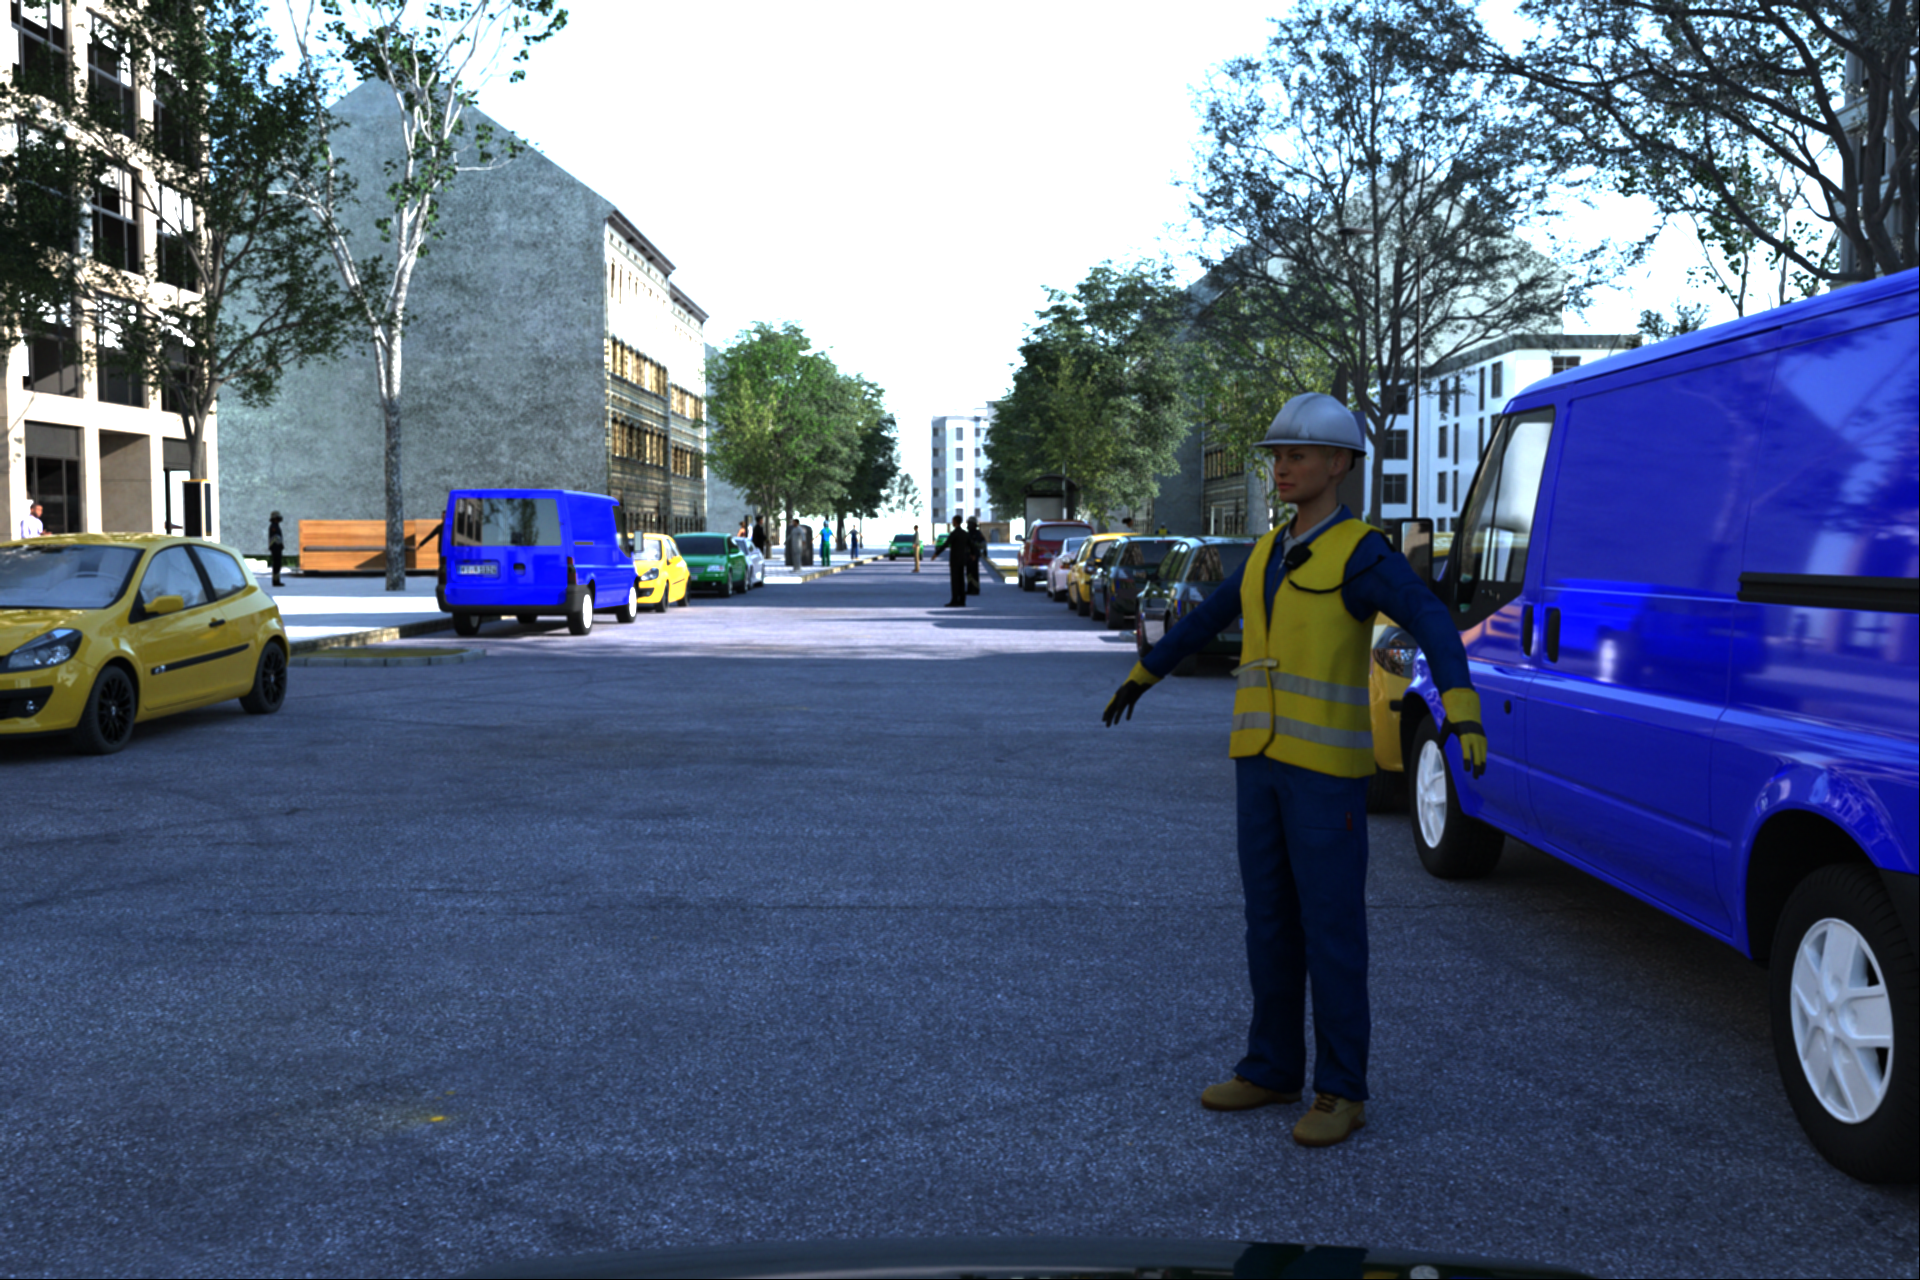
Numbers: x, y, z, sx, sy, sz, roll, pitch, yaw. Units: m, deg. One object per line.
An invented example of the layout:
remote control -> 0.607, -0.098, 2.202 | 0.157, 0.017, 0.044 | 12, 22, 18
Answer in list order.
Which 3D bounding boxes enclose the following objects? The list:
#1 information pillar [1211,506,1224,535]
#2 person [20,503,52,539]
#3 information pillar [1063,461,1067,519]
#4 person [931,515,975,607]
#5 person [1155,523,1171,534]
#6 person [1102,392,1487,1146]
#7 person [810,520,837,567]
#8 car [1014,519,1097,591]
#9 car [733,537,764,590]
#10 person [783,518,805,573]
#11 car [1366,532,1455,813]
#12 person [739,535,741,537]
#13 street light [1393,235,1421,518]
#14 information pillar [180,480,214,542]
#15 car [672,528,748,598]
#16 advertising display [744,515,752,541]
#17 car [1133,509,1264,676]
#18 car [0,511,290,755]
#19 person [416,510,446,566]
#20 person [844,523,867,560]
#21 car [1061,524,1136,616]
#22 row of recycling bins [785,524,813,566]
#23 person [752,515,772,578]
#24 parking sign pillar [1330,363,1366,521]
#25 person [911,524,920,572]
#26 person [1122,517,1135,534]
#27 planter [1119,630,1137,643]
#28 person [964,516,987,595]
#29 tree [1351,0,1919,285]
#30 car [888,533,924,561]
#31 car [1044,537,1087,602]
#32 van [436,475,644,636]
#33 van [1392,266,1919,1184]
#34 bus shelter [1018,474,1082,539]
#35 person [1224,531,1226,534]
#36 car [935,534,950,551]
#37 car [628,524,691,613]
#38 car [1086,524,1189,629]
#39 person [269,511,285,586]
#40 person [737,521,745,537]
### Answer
information pillar -> 6.804, -2.525, 45.774 | 0.304, 2.012, 0.304 | 0, 3, 0
person -> -16.628, -1.554, 31.326 | 0.599, 1.838, 0.709 | 0, 4, 5
information pillar -> 3.356, -3.925, 55.527 | 0.183, 3.616, 0.504 | 0, 4, 0
person -> -0.072, -1.562, 34.225 | 0.704, 1.802, 1.346 | 3, 4, 38
person -> 9.686, -4.692, 82.686 | 1.349, 1.833, 0.705 | 1, 4, 9
person -> 0.778, 0.290, 4.184 | 0.721, 1.772, 1.216 | -2, 4, -35
person -> -5.244, -3.736, 67.214 | 0.704, 1.817, 1.347 | 3, 5, 43
car -> 2.578, -2.218, 44.945 | 2.281, 1.827, 5.304 | 0, 4, 0
car -> -6.252, -2.039, 45.698 | 2.083, 1.381, 4.827 | 0, 4, 0
person -> -5.466, -3.147, 57.647 | 0.705, 1.806, 1.347 | -3, 4, -36
car -> 2.828, -0.007, 10.331 | 2.015, 1.641, 3.980 | 0, 4, 0
person -> -9.213, -3.862, 72.405 | 0.991, 1.433, 0.599 | 1, 4, 12
street light -> 7.485, -3.290, 26.334 | 1.470, 5.913, 1.316 | 0, 3, 0
information pillar -> -10.377, -1.169, 23.599 | 0.304, 2.012, 0.304 | 0, 3, 0
car -> -6.039, -1.933, 40.405 | 1.959, 1.807, 4.718 | 0, 4, 0
advertising display -> -7.163, -3.270, 58.684 | 0.123, 1.923, 0.974 | 0, 4, 2
car -> 2.946, -0.556, 18.881 | 2.009, 1.686, 4.222 | 0, 4, -1
car -> -6.335, -0.137, 12.466 | 2.015, 1.641, 3.980 | 0, 4, 0
person -> -11.766, -2.053, 39.630 | 1.348, 1.821, 0.705 | 1, 4, 9
person -> -5.218, -4.897, 85.927 | 1.347, 1.847, 0.705 | 2, 4, 29
car -> 2.887, -1.309, 31.625 | 2.015, 1.641, 3.980 | 0, 3, 0
row of recycling bins -> -6.503, -3.874, 70.446 | 1.069, 1.692, 3.534 | 0, 4, 0
person -> -5.872, -2.750, 50.902 | 0.705, 1.837, 1.347 | -2, 4, -27
parking sign pillar -> 6.153, -2.416, 27.966 | 1.447, 3.967, 1.447 | 0, 4, 0
person -> -1.674, -3.459, 65.285 | 0.705, 1.796, 1.348 | 0, 4, -1
person -> 4.755, -2.504, 47.709 | 0.721, 1.739, 1.217 | 1, 4, 8
planter -> 3.188, -0.143, 23.478 | 1.991, 0.319, 1.994 | 0, 4, -1
person -> 0.270, -1.987, 40.727 | 0.705, 1.856, 1.354 | -3, 4, -36
tree -> 9.044, -6.488, 16.455 | 12.009, 13.543, 11.850 | 0, 3, 0
car -> -2.952, -5.271, 94.970 | 1.959, 1.807, 4.718 | 0, 3, 0
car -> 2.903, -1.573, 38.075 | 2.083, 1.381, 4.827 | 0, 4, 0
van -> -6.182, -1.330, 26.125 | 2.240, 2.365, 5.245 | 0, 3, 0
van -> 2.886, -0.067, 5.477 | 2.240, 2.365, 5.245 | 0, 4, -1
bus shelter -> 3.132, -4.111, 61.139 | 2.014, 3.302, 5.546 | 0, 4, 0
person -> 13.454, -5.133, 89.694 | 0.705, 1.858, 1.354 | 2, 4, 27
car -> -1.285, -8.678, 150.686 | 1.959, 1.807, 4.718 | 0, 4, -1
car -> -6.186, -1.378, 32.754 | 2.015, 1.641, 3.980 | 0, 4, 0
car -> 3.043, -1.083, 27.499 | 2.009, 1.686, 4.222 | 0, 4, -1
person -> -16.770, -2.245, 42.571 | 0.704, 1.845, 1.351 | -2, 4, -23
person -> -7.530, -3.302, 60.786 | 0.721, 1.733, 1.217 | 1, 4, 20
